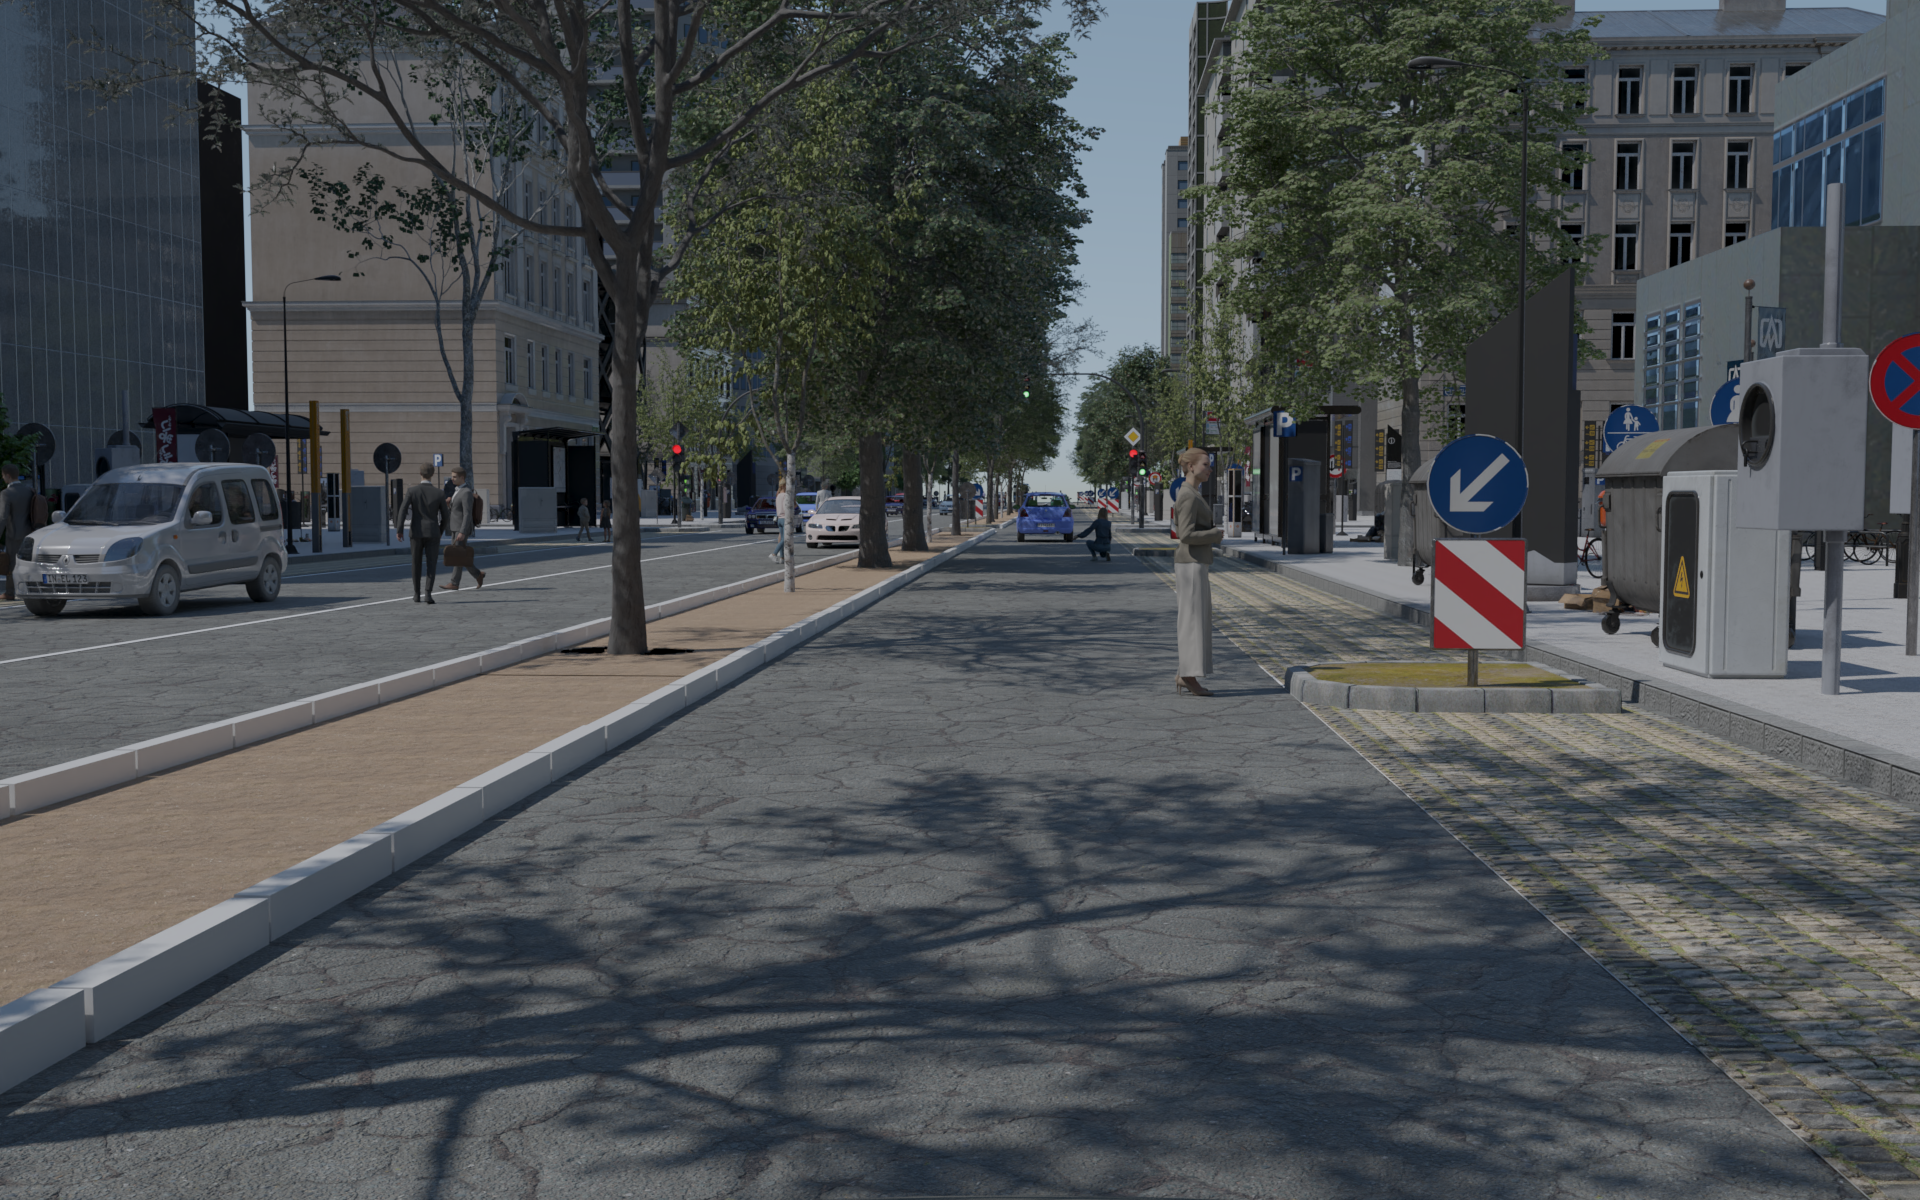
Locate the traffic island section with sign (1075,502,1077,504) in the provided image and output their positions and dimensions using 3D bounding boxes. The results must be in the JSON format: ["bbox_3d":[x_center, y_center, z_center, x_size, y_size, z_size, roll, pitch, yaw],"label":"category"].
[{"bbox_3d":[14.496,-11.663,199.319,1.989,1.847,2.006,0,4,3],"label":"traffic island section with sign"}]

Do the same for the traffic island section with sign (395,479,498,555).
[{"bbox_3d":[-12.198,-2.008,41.467,1.989,1.847,2.006,0,4,3],"label":"traffic island section with sign"}]

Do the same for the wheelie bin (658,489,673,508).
[{"bbox_3d":[-18.072,-6.016,106.277,0.980,1.594,0.693,0,4,-4],"label":"wheelie bin"}]

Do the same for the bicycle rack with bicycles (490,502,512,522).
[{"bbox_3d":[-21.877,-4.019,79.085,2.925,0.926,2.852,-1,4,-13],"label":"bicycle rack with bicycles"}]

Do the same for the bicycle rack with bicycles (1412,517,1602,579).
[{"bbox_3d":[8.383,-0.839,27.099,2.852,0.926,2.925,-1,4,-12],"label":"bicycle rack with bicycles"}]

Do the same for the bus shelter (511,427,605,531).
[{"bbox_3d":[-14.644,-4.414,63.458,1.731,3.624,6.357,0,4,4],"label":"bus shelter"}]

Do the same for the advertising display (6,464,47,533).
[{"bbox_3d":[-17.363,-1.635,31.947,0.974,1.923,0.123,0,4,2],"label":"advertising display"}]

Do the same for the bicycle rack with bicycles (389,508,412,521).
[{"bbox_3d":[-27.766,-4.280,83.360,2.925,0.926,2.852,-3,4,-36],"label":"bicycle rack with bicycles"}]

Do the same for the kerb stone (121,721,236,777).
[{"bbox_3d":[-4.159,0.795,9.198,0.120,0.150,1.000,0,4,3],"label":"kerb stone"}]

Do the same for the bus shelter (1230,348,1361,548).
[{"bbox_3d":[8.667,-4.132,45.184,2.179,5.291,8.768,0,4,3],"label":"bus shelter"}]

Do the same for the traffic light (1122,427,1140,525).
[{"bbox_3d":[7.267,-5.139,72.937,0.839,4.253,0.868,0,4,3],"label":"traffic light"}]

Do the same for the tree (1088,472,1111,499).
[{"bbox_3d":[17.740,-16.609,205.966,7.601,10.594,8.767,2,4,24],"label":"tree"}]

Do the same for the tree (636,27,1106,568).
[{"bbox_3d":[-1.657,-7.588,33.173,9.857,13.997,8.962,0,3,0],"label":"tree"}]

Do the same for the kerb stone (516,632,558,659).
[{"bbox_3d":[-3.785,0.420,15.326,0.120,0.150,1.000,0,4,3],"label":"kerb stone"}]

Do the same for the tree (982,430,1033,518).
[{"bbox_3d":[2.504,-9.175,102.838,4.360,8.622,3.978,0,3,0],"label":"tree"}]

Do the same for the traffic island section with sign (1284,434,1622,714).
[{"bbox_3d":[3.356,-0.219,12.215,1.989,1.847,2.006,0,4,3],"label":"traffic island section with sign"}]

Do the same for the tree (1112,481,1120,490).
[{"bbox_3d":[15.471,-10.406,164.741,1.663,3.219,1.824,0,3,0],"label":"tree"}]

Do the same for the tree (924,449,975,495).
[{"bbox_3d":[-1.752,-21.420,267.226,9.611,12.733,9.660,0,3,0],"label":"tree"}]

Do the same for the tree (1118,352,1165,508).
[{"bbox_3d":[14.595,-15.179,154.827,9.857,13.997,8.962,0,3,0],"label":"tree"}]

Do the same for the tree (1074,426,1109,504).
[{"bbox_3d":[19.499,-19.824,242.254,7.486,12.596,7.792,0,3,0],"label":"tree"}]

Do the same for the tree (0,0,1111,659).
[{"bbox_3d":[-3.001,-6.265,15.264,12.009,13.543,11.850,0,3,0],"label":"tree"}]

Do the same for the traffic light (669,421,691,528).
[{"bbox_3d":[-10.689,-4.714,65.986,0.839,4.253,0.868,0,4,3],"label":"traffic light"}]

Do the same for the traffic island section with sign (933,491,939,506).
[{"bbox_3d":[-2.713,-11.759,200.887,1.989,1.847,2.006,0,4,3],"label":"traffic island section with sign"}]

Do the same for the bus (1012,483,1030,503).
[{"bbox_3d":[10.489,-18.375,295.288,2.948,3.499,13.247,0,4,4],"label":"bus"}]

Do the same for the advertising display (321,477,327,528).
[{"bbox_3d":[-24.253,-3.702,65.747,0.123,1.923,0.974,1,4,19],"label":"advertising display"}]

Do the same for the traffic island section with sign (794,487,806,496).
[{"bbox_3d":[-8.936,-5.372,96.456,1.989,1.847,2.006,0,4,3],"label":"traffic island section with sign"}]

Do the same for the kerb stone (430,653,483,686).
[{"bbox_3d":[-3.908,0.551,13.284,0.120,0.150,1.000,0,4,3],"label":"kerb stone"}]

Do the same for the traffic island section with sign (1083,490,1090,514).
[{"bbox_3d":[9.938,-6.985,122.836,1.989,1.847,2.006,0,4,3],"label":"traffic island section with sign"}]

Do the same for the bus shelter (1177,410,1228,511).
[{"bbox_3d":[11.317,-6.320,80.961,2.179,5.291,8.768,0,4,3],"label":"bus shelter"}]

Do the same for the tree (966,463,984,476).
[{"bbox_3d":[0.807,-22.865,299.594,9.928,11.665,9.643,0,3,0],"label":"tree"}]

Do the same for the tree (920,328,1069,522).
[{"bbox_3d":[1.613,-10.189,87.179,7.486,12.596,7.792,0,3,0],"label":"tree"}]

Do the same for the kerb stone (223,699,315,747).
[{"bbox_3d":[-4.096,0.735,10.218,0.120,0.150,1.000,0,4,3],"label":"kerb stone"}]

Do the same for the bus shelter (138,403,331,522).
[{"bbox_3d":[-17.163,-2.904,41.403,2.014,3.302,5.546,0,4,3],"label":"bus shelter"}]

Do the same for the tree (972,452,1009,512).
[{"bbox_3d":[-0.923,-5.983,50.643,4.737,8.622,4.395,0,3,0],"label":"tree"}]

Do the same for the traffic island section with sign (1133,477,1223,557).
[{"bbox_3d":[5.049,-1.939,40.330,1.989,1.847,2.006,0,4,3],"label":"traffic island section with sign"}]

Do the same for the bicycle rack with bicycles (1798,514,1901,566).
[{"bbox_3d":[16.679,-1.147,32.133,2.852,0.926,2.925,-2,4,-34],"label":"bicycle rack with bicycles"}]

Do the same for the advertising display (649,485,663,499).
[{"bbox_3d":[-21.887,-7.301,124.589,0.974,1.923,0.123,-1,4,-14],"label":"advertising display"}]

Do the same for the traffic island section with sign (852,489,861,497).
[{"bbox_3d":[-7.335,-7.018,123.364,1.989,1.847,2.006,0,4,3],"label":"traffic island section with sign"}]

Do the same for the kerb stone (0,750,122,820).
[{"bbox_3d":[-4.214,0.858,8.170,0.120,0.150,1.000,0,4,3],"label":"kerb stone"}]

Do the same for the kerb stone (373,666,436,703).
[{"bbox_3d":[-3.968,0.610,12.261,0.120,0.150,1.000,0,4,3],"label":"kerb stone"}]

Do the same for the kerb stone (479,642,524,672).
[{"bbox_3d":[-3.842,0.489,14.306,0.120,0.150,1.000,0,4,3],"label":"kerb stone"}]

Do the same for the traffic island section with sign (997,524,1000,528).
[{"bbox_3d":[0.702,-3.973,73.100,2.006,1.907,1.989,0,4,3],"label":"traffic island section with sign"}]

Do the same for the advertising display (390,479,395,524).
[{"bbox_3d":[-24.473,-4.287,75.305,0.123,1.923,0.974,0,4,8],"label":"advertising display"}]

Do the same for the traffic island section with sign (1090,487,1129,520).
[{"bbox_3d":[8.330,-5.327,95.720,1.989,1.847,2.006,0,4,3],"label":"traffic island section with sign"}]

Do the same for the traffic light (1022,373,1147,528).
[{"bbox_3d":[4.699,-5.522,64.948,4.771,5.953,1.251,0,4,3],"label":"traffic light"}]

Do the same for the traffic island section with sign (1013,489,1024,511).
[{"bbox_3d":[5.157,-8.561,148.107,2.006,1.907,1.989,0,4,3],"label":"traffic island section with sign"}]

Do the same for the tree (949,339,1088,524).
[{"bbox_3d":[1.286,-8.731,79.617,8.767,10.594,7.601,0,4,3],"label":"tree"}]

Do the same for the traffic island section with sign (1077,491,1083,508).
[{"bbox_3d":[12.895,-10.016,172.385,1.989,1.847,2.006,0,4,3],"label":"traffic island section with sign"}]

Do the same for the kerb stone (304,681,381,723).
[{"bbox_3d":[-4.032,0.670,11.241,0.120,0.150,1.000,0,4,3],"label":"kerb stone"}]

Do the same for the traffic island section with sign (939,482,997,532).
[{"bbox_3d":[0.252,-3.521,65.707,2.006,1.907,1.989,0,4,3],"label":"traffic island section with sign"}]

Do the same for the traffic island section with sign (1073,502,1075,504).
[{"bbox_3d":[17.769,-15.027,254.321,1.989,1.847,2.006,0,4,3],"label":"traffic island section with sign"}]

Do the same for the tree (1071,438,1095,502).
[{"bbox_3d":[21.447,-21.332,274.534,9.928,11.665,9.643,0,3,0],"label":"tree"}]

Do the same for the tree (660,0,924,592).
[{"bbox_3d":[-2.499,-4.422,25.117,4.737,8.622,4.395,0,3,0],"label":"tree"}]

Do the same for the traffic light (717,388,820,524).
[{"bbox_3d":[-8.121,-6.067,73.869,4.771,5.953,1.251,0,4,3],"label":"traffic light"}]
